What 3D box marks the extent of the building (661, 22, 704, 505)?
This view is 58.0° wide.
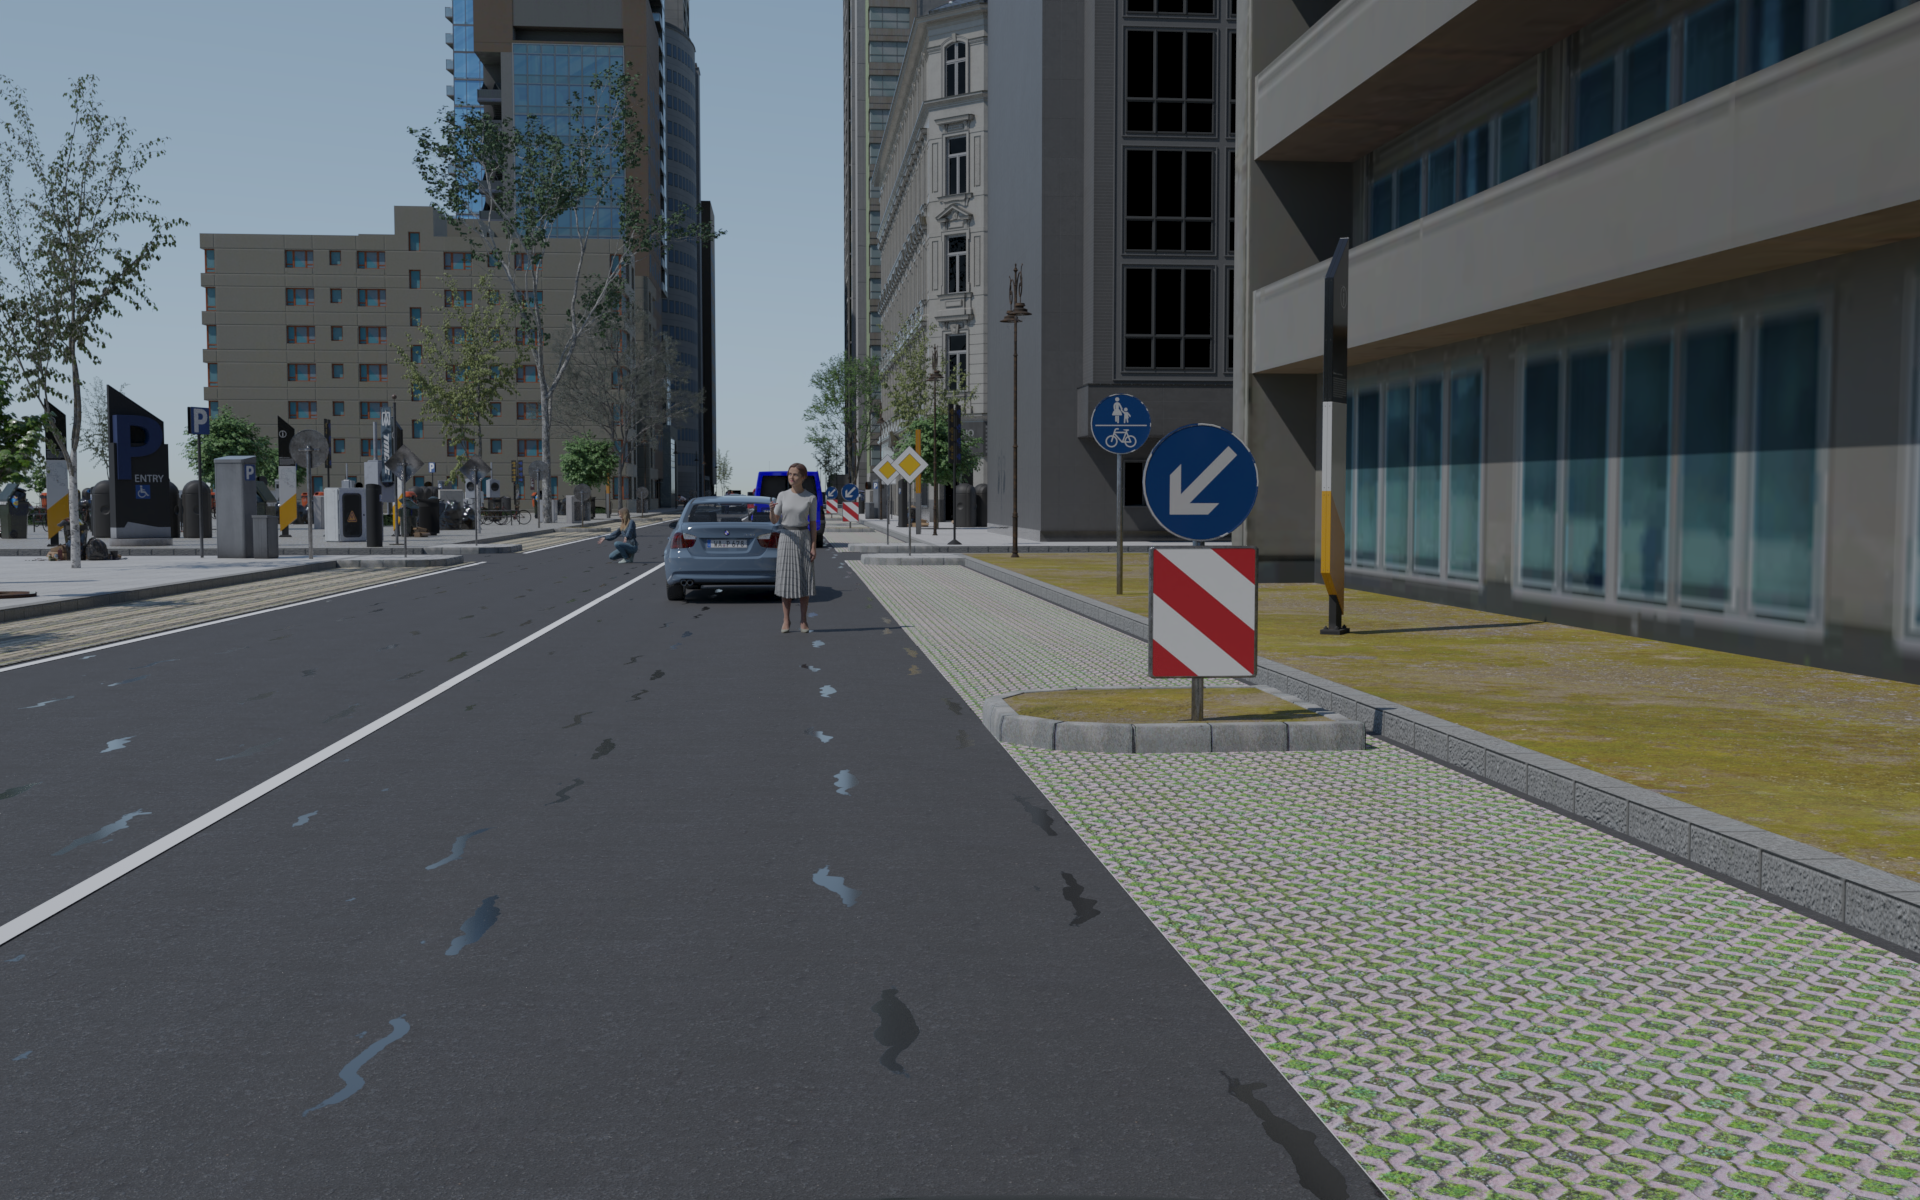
[{"bbox_3d":[-43.123,-41.069,213.475,21.231,58.520,28.212,0,4,-6],"label":"building"}]

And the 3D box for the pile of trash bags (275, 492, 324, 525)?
[{"bbox_3d":[-27.805,-3.893,73.398,3.447,1.369,1.912,3,5,41],"label":"pile of trash bags"}]

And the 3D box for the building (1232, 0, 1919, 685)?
[{"bbox_3d":[15.665,-23.925,14.878,21.300,48.544,21.600,0,4,-6],"label":"building"}]

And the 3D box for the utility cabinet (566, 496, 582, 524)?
[{"bbox_3d":[-16.879,-3.950,75.743,0.306,1.237,1.020,1,4,11],"label":"utility cabinet"}]

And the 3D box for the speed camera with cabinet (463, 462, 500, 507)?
[{"bbox_3d":[-29.556,-6.904,107.212,2.038,3.252,0.660,-3,4,-38],"label":"speed camera with cabinet"}]

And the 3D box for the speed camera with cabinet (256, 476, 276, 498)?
[{"bbox_3d":[-32.909,-5.308,81.129,0.660,3.252,2.038,1,4,13],"label":"speed camera with cabinet"}]

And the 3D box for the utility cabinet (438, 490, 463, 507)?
[{"bbox_3d":[-25.857,-4.851,87.989,1.173,1.500,0.318,-2,4,-32],"label":"utility cabinet"}]

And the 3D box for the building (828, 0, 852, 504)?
[{"bbox_3d":[-6.299,-47.701,218.156,20.563,71.187,20.611,0,4,-6],"label":"building"}]

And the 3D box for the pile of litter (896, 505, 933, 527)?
[{"bbox_3d":[-1.720,-3.280,67.588,1.719,0.858,1.176,-1,4,-16],"label":"pile of litter"}]

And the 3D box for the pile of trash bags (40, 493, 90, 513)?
[{"bbox_3d":[-51.586,-5.491,99.536,3.447,1.369,1.912,2,4,24],"label":"pile of trash bags"}]

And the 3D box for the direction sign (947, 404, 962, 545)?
[{"bbox_3d":[-0.137,-3.167,43.776,0.379,3.537,0.876,1,4,20],"label":"direction sign"}]

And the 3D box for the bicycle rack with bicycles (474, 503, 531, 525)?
[{"bbox_3d":[-19.445,-3.569,71.739,2.925,0.926,2.852,0,4,-3],"label":"bicycle rack with bicycles"}]

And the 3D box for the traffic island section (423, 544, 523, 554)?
[{"bbox_3d":[-12.001,-1.262,42.916,2.009,0.180,2.903,0,4,-6],"label":"traffic island section"}]

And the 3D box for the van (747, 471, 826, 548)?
[{"bbox_3d":[-4.780,-2.667,47.989,2.240,2.365,5.245,0,4,-6],"label":"van"}]

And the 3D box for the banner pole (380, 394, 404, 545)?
[{"bbox_3d":[-14.374,-3.284,43.719,0.863,3.779,0.401,3,5,40],"label":"banner pole"}]

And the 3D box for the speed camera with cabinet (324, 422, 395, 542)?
[{"bbox_3d":[-16.193,-3.210,46.821,0.660,3.252,2.038,2,4,30],"label":"speed camera with cabinet"}]

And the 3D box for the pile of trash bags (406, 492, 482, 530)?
[{"bbox_3d":[-18.681,-3.171,61.601,1.912,1.369,3.447,1,4,19],"label":"pile of trash bags"}]

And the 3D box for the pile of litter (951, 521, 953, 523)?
[{"bbox_3d":[0.194,-3.629,73.292,1.176,0.858,1.719,1,4,11],"label":"pile of litter"}]

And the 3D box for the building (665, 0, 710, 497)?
[{"bbox_3d":[-45.128,-48.880,237.435,20.563,71.187,20.611,0,4,-6],"label":"building"}]

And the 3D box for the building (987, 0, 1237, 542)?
[{"bbox_3d":[13.442,-15.810,52.000,24.014,27.812,14.314,0,4,-6],"label":"building"}]

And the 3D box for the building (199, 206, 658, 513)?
[{"bbox_3d":[-37.947,-17.470,130.672,27.650,21.520,28.899,0,4,-6],"label":"building"}]

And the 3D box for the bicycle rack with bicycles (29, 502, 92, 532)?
[{"bbox_3d":[-30.472,-2.830,59.647,2.852,0.926,2.925,-1,4,-11],"label":"bicycle rack with bicycles"}]

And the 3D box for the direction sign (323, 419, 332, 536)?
[{"bbox_3d":[-19.106,-3.694,52.397,0.379,3.537,0.876,-1,4,-9],"label":"direction sign"}]

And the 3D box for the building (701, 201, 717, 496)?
[{"bbox_3d":[-43.376,-37.065,256.128,14.600,45.320,14.200,0,4,-6],"label":"building"}]

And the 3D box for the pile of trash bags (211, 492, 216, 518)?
[{"bbox_3d":[-39.310,-5.188,94.576,3.447,1.369,1.912,-3,4,-36],"label":"pile of trash bags"}]

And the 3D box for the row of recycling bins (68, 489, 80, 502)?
[{"bbox_3d":[-56.339,-6.469,112.873,3.534,1.692,1.069,-3,5,-42],"label":"row of recycling bins"}]

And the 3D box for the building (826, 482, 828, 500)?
[{"bbox_3d":[-4.380,-35.144,266.487,32.217,40.220,23.993,0,4,-6],"label":"building"}]

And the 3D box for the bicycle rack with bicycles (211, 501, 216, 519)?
[{"bbox_3d":[-38.614,-4.612,88.783,2.852,0.926,2.925,2,4,32],"label":"bicycle rack with bicycles"}]

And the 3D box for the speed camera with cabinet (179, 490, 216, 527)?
[{"bbox_3d":[-29.834,-4.533,68.445,2.038,3.252,0.660,-1,4,-22],"label":"speed camera with cabinet"}]

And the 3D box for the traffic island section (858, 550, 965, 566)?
[{"bbox_3d":[-1.021,-0.837,35.971,2.009,0.180,2.903,0,4,-6],"label":"traffic island section"}]

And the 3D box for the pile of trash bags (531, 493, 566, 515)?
[{"bbox_3d":[-24.075,-5.769,104.079,3.447,1.369,1.912,-2,4,-33],"label":"pile of trash bags"}]

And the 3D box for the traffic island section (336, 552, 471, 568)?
[{"bbox_3d":[-11.213,-0.776,34.970,2.009,0.180,2.903,0,4,-6],"label":"traffic island section"}]

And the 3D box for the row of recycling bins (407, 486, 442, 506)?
[{"bbox_3d":[-28.448,-5.212,92.327,1.069,1.692,3.534,0,4,4],"label":"row of recycling bins"}]

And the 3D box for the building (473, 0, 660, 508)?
[{"bbox_3d":[-33.858,-30.737,152.658,14.600,45.320,14.200,0,4,-6],"label":"building"}]

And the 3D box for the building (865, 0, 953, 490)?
[{"bbox_3d":[-0.542,-27.814,138.359,14.154,41.232,14.086,0,4,-6],"label":"building"}]

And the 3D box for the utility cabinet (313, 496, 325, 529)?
[{"bbox_3d":[-23.342,-3.193,63.372,0.306,1.237,1.020,0,4,-3],"label":"utility cabinet"}]

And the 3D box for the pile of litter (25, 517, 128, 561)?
[{"bbox_3d":[-17.147,-1.201,33.596,1.719,0.858,1.176,0,4,-2],"label":"pile of litter"}]

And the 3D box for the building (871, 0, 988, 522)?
[{"bbox_3d":[4.546,-19.652,97.728,17.030,29.872,44.131,0,4,-6],"label":"building"}]

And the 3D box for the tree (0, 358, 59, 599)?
[{"bbox_3d":[-11.923,-1.638,21.380,1.663,3.219,1.824,0,3,0],"label":"tree"}]

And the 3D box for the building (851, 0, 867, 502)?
[{"bbox_3d":[0.501,-37.755,159.292,21.231,58.520,28.212,0,4,-6],"label":"building"}]

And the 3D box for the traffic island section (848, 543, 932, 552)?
[{"bbox_3d":[-1.809,-1.323,43.918,2.009,0.180,2.903,0,4,-6],"label":"traffic island section"}]

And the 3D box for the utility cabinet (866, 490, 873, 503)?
[{"bbox_3d":[-4.523,-5.093,91.942,0.318,1.500,1.173,2,4,35],"label":"utility cabinet"}]

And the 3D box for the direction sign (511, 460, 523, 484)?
[{"bbox_3d":[-29.610,-7.576,115.857,0.876,3.537,0.379,1,4,20],"label":"direction sign"}]

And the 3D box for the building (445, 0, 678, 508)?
[{"bbox_3d":[-39.624,-52.651,173.521,22.319,86.520,31.000,0,4,-6],"label":"building"}]
